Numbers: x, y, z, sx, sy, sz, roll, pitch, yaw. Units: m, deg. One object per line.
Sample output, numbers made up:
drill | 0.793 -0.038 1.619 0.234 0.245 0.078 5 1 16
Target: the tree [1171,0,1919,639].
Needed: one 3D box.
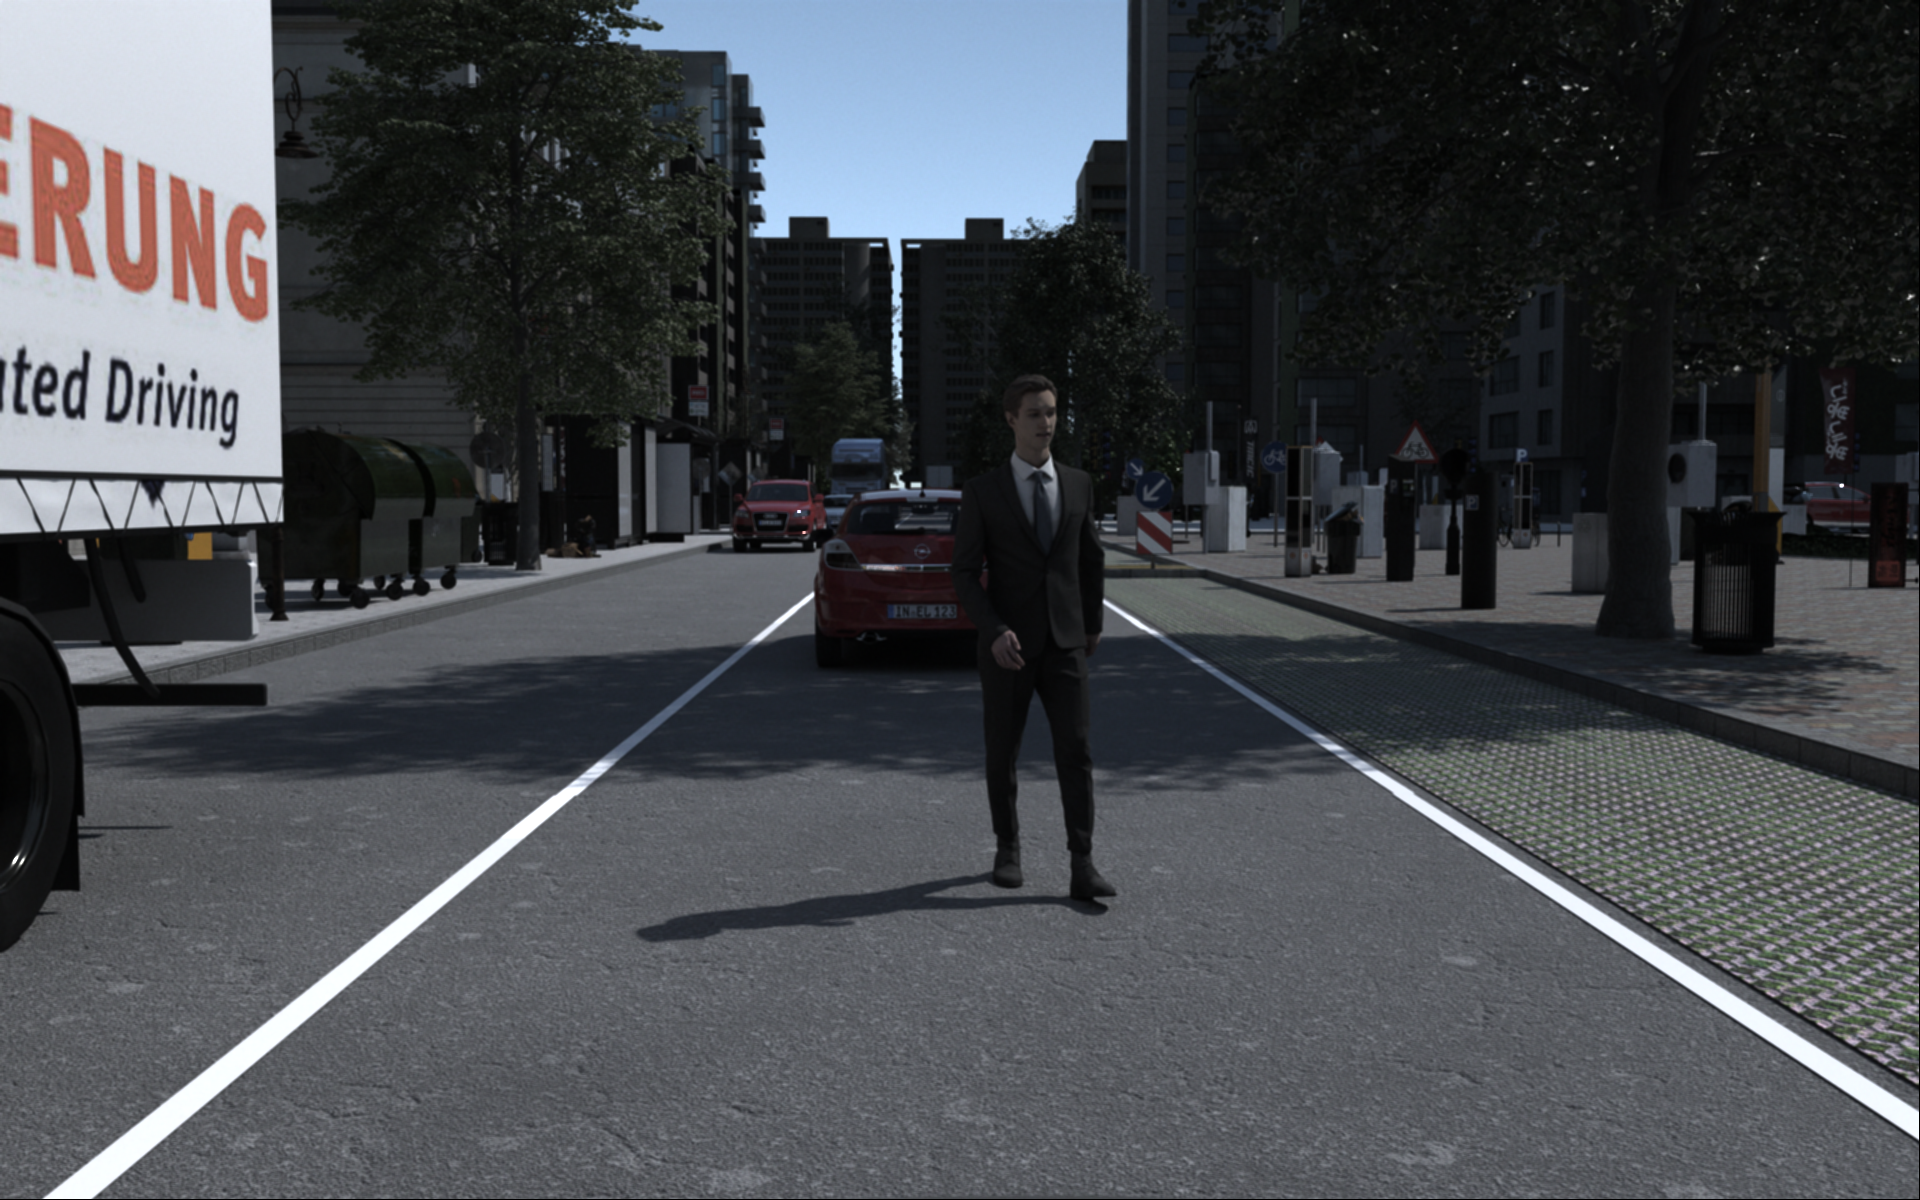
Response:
tree | 6.231 -6.644 15.279 9.857 13.997 8.962 0 3 0

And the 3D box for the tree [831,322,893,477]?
tree | -8.238 -11.951 113.532 7.486 12.596 7.792 0 3 0

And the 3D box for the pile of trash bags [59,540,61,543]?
pile of trash bags | -11.773 -0.693 21.078 1.912 1.369 3.447 0 4 -6

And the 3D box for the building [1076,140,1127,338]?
building | 26.864 -37.707 240.211 21.600 48.544 21.300 0 4 -1

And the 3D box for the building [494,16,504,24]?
building | -73.295 -48.941 238.434 20.611 71.187 20.563 0 4 -1

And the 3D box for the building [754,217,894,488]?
building | -21.422 -33.867 245.610 23.993 40.220 32.217 0 4 -1

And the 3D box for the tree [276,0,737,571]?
tree | -7.628 -6.786 29.071 7.486 12.596 7.792 0 3 0

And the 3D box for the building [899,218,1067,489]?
building | 3.410 -33.943 246.846 23.993 40.220 32.217 0 4 -1

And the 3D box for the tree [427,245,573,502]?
tree | -13.402 -6.145 50.832 4.360 8.622 3.978 0 3 0

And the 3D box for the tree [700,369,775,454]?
tree | -13.058 -9.241 101.456 4.360 8.622 3.978 0 3 0

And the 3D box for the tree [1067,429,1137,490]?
tree | 5.490 -5.825 78.949 4.285 4.588 4.351 0 3 0

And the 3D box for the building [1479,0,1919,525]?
building | 32.268 -18.667 76.910 14.107 30.474 14.160 0 4 -1

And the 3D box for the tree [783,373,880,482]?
tree | -9.060 -11.565 123.505 7.601 10.594 8.767 -2 4 -35

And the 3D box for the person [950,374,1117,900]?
person | 0.303 0.128 6.187 0.659 1.850 0.755 -1 4 -16

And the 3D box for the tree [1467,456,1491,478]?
tree | 25.722 -5.599 86.148 1.663 3.219 1.824 0 3 0

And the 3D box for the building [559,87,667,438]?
building | -26.374 -17.904 110.747 12.078 24.808 19.932 0 4 -1

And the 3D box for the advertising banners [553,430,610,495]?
advertising banners | -10.104 -3.096 46.807 2.074 3.025 0.090 1 4 21

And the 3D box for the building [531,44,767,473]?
building | -36.740 -34.756 187.874 30.456 49.044 23.786 0 4 -1

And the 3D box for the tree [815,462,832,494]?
tree | -8.338 -6.735 104.726 1.663 3.219 1.824 0 3 0

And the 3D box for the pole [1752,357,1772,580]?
pole | 11.940 -1.955 25.811 0.158 3.312 0.155 0 3 0

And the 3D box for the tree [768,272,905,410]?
tree | -10.875 -18.023 150.565 12.611 20.169 13.585 0 3 0

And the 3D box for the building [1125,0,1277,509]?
building | 25.730 -37.658 157.702 21.231 58.520 28.212 0 4 -1

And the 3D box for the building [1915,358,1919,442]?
building | 60.933 -30.410 86.437 27.495 52.752 28.713 0 4 -1

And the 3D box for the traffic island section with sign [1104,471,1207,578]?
traffic island section with sign | 3.189 -1.324 30.283 1.989 1.847 2.006 0 4 -1

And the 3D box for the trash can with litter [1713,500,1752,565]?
trash can with litter | 13.901 -1.220 31.328 0.624 1.170 1.055 0 4 -3

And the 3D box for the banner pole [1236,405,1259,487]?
banner pole | 8.057 -3.602 48.906 0.863 3.779 0.401 3 4 37

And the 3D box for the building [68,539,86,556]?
building | -26.813 -11.095 36.154 16.860 20.320 10.420 0 4 -1

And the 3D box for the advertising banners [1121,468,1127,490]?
advertising banners | 10.094 -7.207 114.029 2.074 3.025 0.090 -1 4 -10

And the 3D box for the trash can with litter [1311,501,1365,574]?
trash can with litter | 5.919 -1.007 27.852 1.055 1.170 0.624 0 4 -3

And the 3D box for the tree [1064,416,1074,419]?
tree | 4.653 -9.158 100.093 4.737 8.622 4.395 0 3 0

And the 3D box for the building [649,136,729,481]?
building | -27.300 -22.686 142.624 14.160 30.474 14.107 0 4 -1

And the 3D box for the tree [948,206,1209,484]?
tree | 4.766 -9.326 69.486 9.611 12.733 9.660 0 3 0

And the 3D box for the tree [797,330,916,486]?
tree | -8.985 -14.032 136.072 9.857 13.997 8.962 0 3 0

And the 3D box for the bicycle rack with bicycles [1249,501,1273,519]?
bicycle rack with bicycles | 14.672 -4.586 88.366 2.925 0.926 2.852 -1 4 -21

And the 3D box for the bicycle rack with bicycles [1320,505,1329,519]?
bicycle rack with bicycles | 17.936 -4.461 86.321 2.925 0.926 2.852 -3 5 -43

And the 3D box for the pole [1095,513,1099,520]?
pole | 6.731 -5.584 85.134 0.158 3.312 0.155 0 3 0

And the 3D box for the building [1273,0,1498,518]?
building | 25.125 -25.412 99.073 14.154 41.232 14.086 0 4 -1

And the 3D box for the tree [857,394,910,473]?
tree | -10.535 -17.274 192.798 12.009 13.543 11.850 0 3 0

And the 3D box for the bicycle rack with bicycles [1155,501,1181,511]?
bicycle rack with bicycles | 12.779 -5.493 103.187 2.925 0.926 2.852 0 4 5

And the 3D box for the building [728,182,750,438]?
building | -26.860 -23.548 156.713 14.160 30.474 14.107 0 4 -1

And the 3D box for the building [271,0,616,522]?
building | -27.623 -15.439 85.717 16.112 22.955 30.059 0 4 -1

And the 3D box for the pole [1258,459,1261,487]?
pole | 17.278 -6.489 99.944 0.158 3.312 0.155 0 3 0

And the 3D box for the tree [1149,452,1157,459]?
tree | 12.509 -7.818 111.534 4.285 4.588 4.351 0 3 0

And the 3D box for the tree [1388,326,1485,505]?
tree | 20.369 -7.638 75.249 4.360 8.622 3.978 0 3 0

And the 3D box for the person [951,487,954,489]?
person | -0.416 -5.126 92.411 0.767 1.812 0.694 2 4 28

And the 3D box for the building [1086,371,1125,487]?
building | 28.113 -20.938 187.368 27.650 21.520 28.899 0 4 -1

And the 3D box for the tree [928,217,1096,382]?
tree | 4.064 -16.241 121.433 12.611 20.169 13.585 0 3 0

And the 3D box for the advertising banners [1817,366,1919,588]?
advertising banners | 12.736 -1.680 23.656 2.074 3.025 0.090 0 4 4

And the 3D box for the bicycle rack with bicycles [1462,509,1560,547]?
bicycle rack with bicycles | 13.540 -1.802 42.844 2.852 0.926 2.925 0 4 -2

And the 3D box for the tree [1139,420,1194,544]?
tree | 5.393 -3.101 45.303 1.663 3.219 1.824 0 3 0

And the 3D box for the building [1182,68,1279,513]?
building | 22.500 -21.390 121.423 14.160 30.474 14.107 0 4 -1
